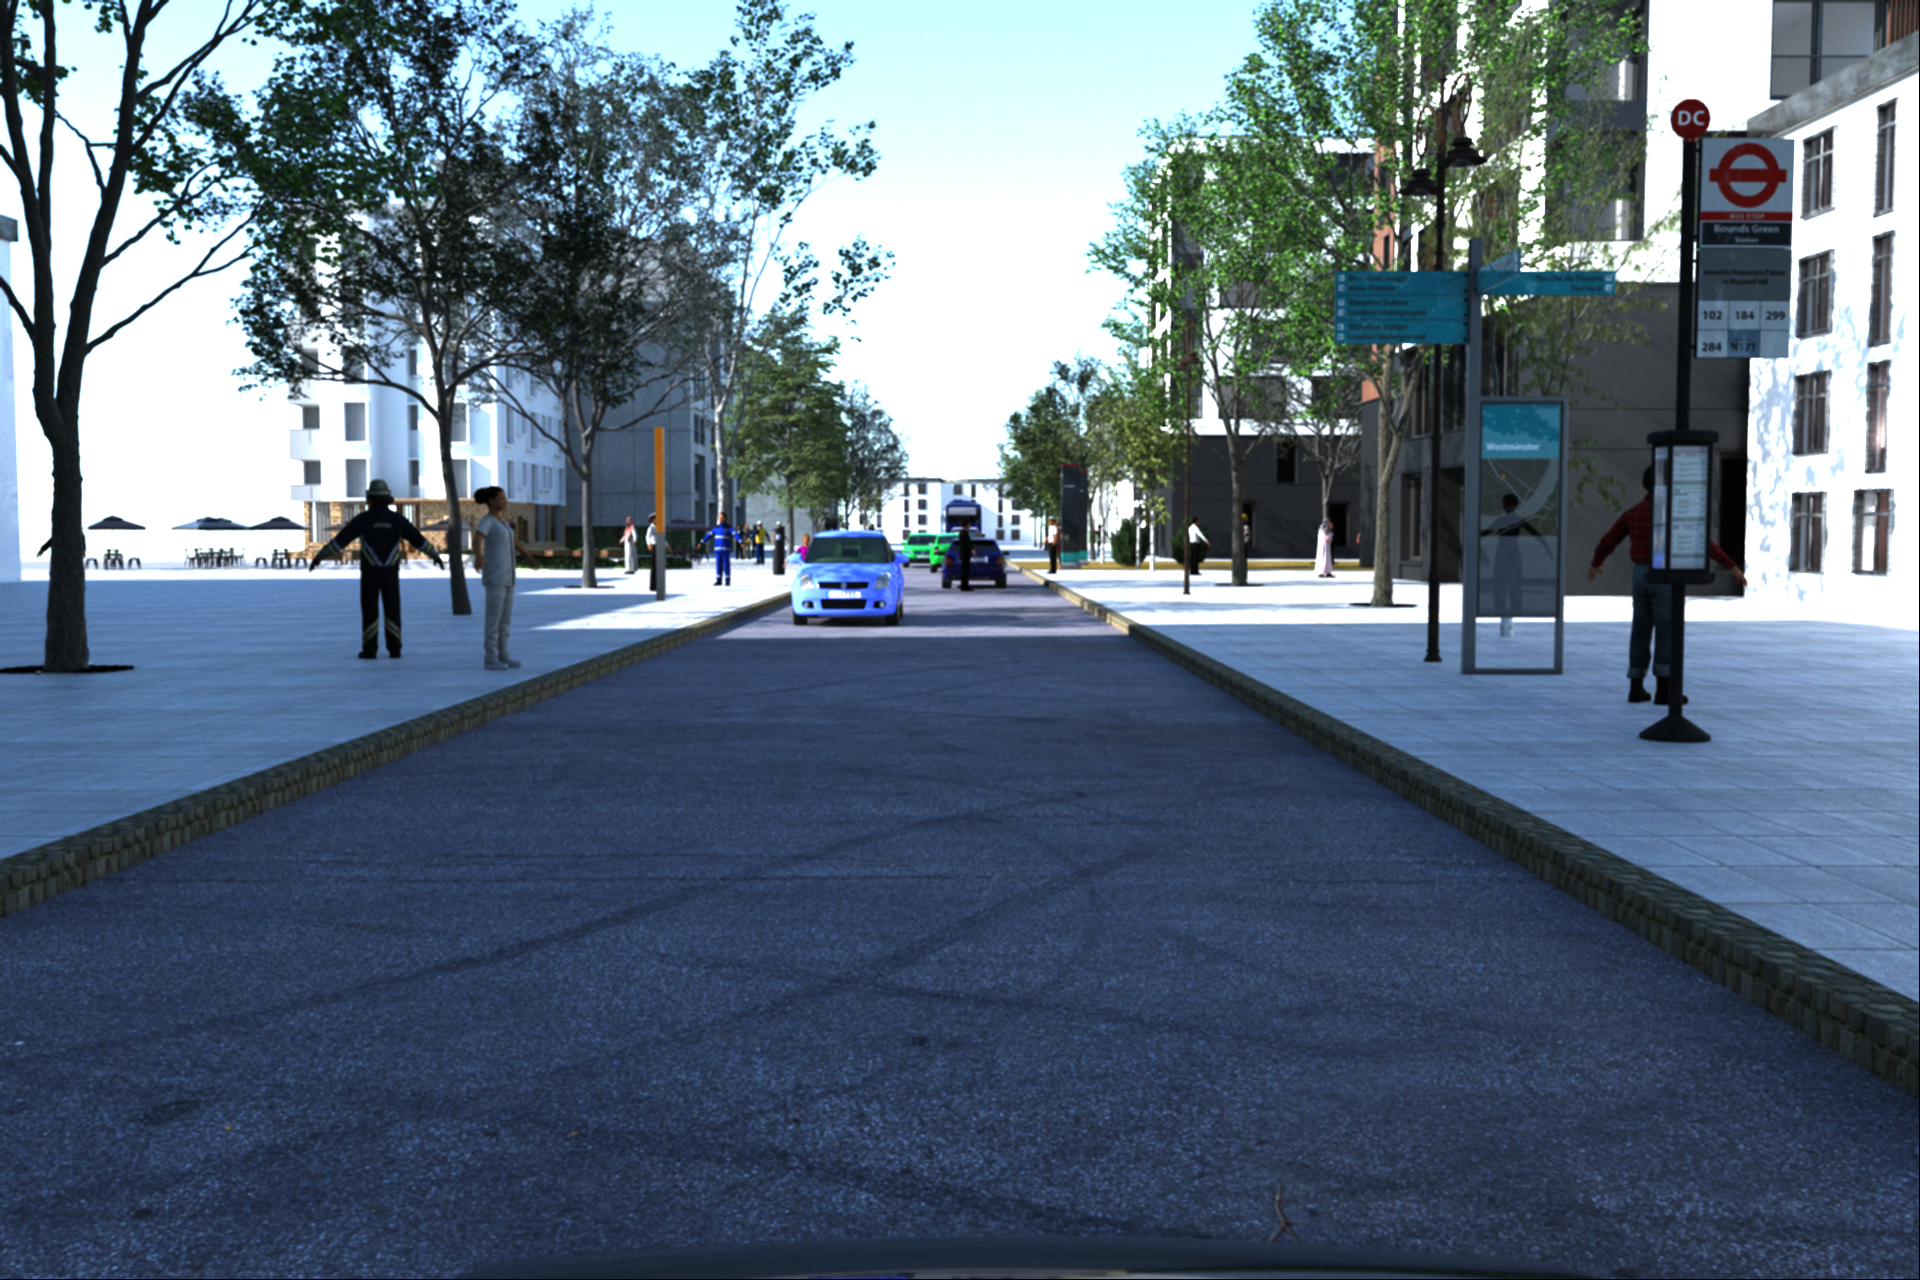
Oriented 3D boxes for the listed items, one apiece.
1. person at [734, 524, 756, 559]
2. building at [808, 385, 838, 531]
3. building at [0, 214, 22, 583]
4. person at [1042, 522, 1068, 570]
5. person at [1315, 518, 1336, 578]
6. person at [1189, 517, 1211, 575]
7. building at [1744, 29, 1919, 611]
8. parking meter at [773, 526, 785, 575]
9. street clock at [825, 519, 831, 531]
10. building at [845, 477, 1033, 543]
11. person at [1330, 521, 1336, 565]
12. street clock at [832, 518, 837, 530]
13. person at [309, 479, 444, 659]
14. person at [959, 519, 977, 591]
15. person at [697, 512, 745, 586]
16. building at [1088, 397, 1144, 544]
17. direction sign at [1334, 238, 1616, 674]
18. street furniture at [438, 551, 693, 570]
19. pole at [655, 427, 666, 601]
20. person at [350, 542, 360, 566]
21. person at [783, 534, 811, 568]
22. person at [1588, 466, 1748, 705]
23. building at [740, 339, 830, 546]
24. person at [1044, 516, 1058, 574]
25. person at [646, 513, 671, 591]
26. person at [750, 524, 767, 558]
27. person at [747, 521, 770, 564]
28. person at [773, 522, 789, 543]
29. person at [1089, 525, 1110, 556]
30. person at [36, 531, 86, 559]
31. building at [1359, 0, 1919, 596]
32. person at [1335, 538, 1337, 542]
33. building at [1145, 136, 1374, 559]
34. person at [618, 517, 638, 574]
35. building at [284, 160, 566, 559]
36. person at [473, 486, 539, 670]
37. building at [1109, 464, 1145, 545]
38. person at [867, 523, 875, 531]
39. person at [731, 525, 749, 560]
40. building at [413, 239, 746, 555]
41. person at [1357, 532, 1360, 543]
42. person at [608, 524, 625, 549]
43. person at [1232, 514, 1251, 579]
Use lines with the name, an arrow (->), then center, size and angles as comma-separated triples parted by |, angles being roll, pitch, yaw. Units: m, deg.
person -> -10.812, -4.991, 87.880 | 1.348, 1.796, 0.705 | -1, 4, -18
building -> -24.766, -21.707, 221.359 | 16.747, 18.905, 31.486 | 0, 4, -1
building -> -25.901, -5.523, 32.445 | 9.099, 9.664, 28.070 | 0, 3, 0
person -> 3.459, -3.402, 62.432 | 1.217, 1.733, 0.721 | -3, 4, -38
person -> 10.771, -2.708, 50.980 | 0.621, 1.740, 0.551 | 1, 4, 9
person -> 7.353, -2.929, 54.044 | 0.704, 1.810, 1.344 | -2, 4, -26
building -> 20.501, -4.839, 21.261 | 9.099, 9.664, 28.070 | 0, 4, 0
parking meter -> -5.707, -2.822, 54.558 | 0.372, 1.533, 0.369 | 0, 3, 0
street clock -> -6.178, -4.684, 81.155 | 0.358, 2.002, 0.471 | 0, 4, 1
building -> -3.017, -19.091, 256.746 | 28.070, 9.664, 9.099 | 0, 4, -2
person -> 15.253, -3.995, 71.258 | 0.705, 1.837, 1.347 | 1, 4, 12
street clock -> -5.610, -4.453, 77.370 | 0.358, 2.002, 0.471 | 0, 4, -1
person -> -6.003, -0.736, 17.909 | 1.351, 1.845, 0.704 | -2, 4, -30
person -> 0.165, -2.140, 43.635 | 0.705, 1.806, 1.347 | -1, 4, -12
person -> -5.913, -2.272, 43.119 | 1.345, 1.831, 0.704 | 1, 4, 21
building -> 26.658, -22.323, 231.436 | 16.747, 18.905, 31.486 | 0, 4, 0
direction sign -> 4.653, -1.617, 15.195 | 2.525, 3.948, 1.411 | 0, 4, 0
street furniture -> -15.062, -3.010, 64.847 | 10.072, 0.657, 5.734 | 3, 4, 39
pole -> -5.750, -2.409, 33.227 | 0.158, 3.312, 0.155 | 0, 3, 0
person -> -23.870, -3.866, 69.391 | 1.347, 1.806, 0.705 | 1, 4, 20
person -> -3.011, -1.375, 34.206 | 0.991, 1.433, 0.599 | -1, 4, -14
person -> 5.291, -0.429, 13.129 | 0.704, 1.816, 1.345 | -2, 4, -32
building -> -24.864, -22.319, 195.847 | 19.493, 23.208, 18.063 | 0, 4, 0
person -> 2.976, -3.076, 56.074 | 0.704, 1.855, 1.343 | -1, 4, -9
person -> -6.783, -1.990, 38.997 | 0.721, 1.778, 1.216 | 1, 4, 11
person -> -11.162, -5.409, 94.568 | 1.348, 1.813, 0.705 | 1, 4, 23
person -> -8.500, -4.130, 73.490 | 0.705, 1.833, 1.349 | 3, 4, 39
person -> -8.209, -4.463, 78.824 | 0.705, 1.847, 1.347 | 2, 4, 26
person -> 8.192, -5.805, 101.049 | 1.345, 1.843, 0.704 | -1, 4, -12
person -> -14.016, -1.289, 27.126 | 1.345, 1.823, 0.704 | 2, 4, 35
building -> 26.249, -12.677, 51.243 | 27.936, 21.610, 32.646 | 0, 3, 0
person -> 17.553, -4.669, 82.111 | 0.705, 1.856, 1.354 | 2, 4, 30
building -> 25.007, -15.991, 105.435 | 27.936, 21.610, 32.646 | 0, 4, 0
person -> -10.560, -3.007, 55.317 | 0.704, 1.811, 1.347 | -2, 4, -33
building -> -28.185, -14.221, 88.940 | 16.016, 20.090, 11.380 | 0, 3, 0
person -> -4.322, -0.593, 16.473 | 0.721, 1.739, 1.217 | 1, 4, 11
building -> 22.355, -15.416, 194.201 | 9.099, 9.664, 28.070 | 0, 3, 0
person -> -3.453, -3.602, 67.123 | 0.705, 1.856, 1.354 | 0, 4, -2
person -> -10.997, -4.856, 86.110 | 1.216, 1.740, 0.721 | 1, 4, 15
building -> -24.892, -15.493, 119.766 | 16.747, 18.905, 31.486 | 0, 4, -1
person -> 16.981, -4.054, 72.408 | 1.347, 1.817, 0.704 | -3, 5, -40
person -> -18.742, -5.484, 95.435 | 1.354, 1.858, 0.705 | 1, 4, 9
person -> 8.016, -2.658, 49.229 | 0.704, 1.858, 1.351 | 0, 4, -6
